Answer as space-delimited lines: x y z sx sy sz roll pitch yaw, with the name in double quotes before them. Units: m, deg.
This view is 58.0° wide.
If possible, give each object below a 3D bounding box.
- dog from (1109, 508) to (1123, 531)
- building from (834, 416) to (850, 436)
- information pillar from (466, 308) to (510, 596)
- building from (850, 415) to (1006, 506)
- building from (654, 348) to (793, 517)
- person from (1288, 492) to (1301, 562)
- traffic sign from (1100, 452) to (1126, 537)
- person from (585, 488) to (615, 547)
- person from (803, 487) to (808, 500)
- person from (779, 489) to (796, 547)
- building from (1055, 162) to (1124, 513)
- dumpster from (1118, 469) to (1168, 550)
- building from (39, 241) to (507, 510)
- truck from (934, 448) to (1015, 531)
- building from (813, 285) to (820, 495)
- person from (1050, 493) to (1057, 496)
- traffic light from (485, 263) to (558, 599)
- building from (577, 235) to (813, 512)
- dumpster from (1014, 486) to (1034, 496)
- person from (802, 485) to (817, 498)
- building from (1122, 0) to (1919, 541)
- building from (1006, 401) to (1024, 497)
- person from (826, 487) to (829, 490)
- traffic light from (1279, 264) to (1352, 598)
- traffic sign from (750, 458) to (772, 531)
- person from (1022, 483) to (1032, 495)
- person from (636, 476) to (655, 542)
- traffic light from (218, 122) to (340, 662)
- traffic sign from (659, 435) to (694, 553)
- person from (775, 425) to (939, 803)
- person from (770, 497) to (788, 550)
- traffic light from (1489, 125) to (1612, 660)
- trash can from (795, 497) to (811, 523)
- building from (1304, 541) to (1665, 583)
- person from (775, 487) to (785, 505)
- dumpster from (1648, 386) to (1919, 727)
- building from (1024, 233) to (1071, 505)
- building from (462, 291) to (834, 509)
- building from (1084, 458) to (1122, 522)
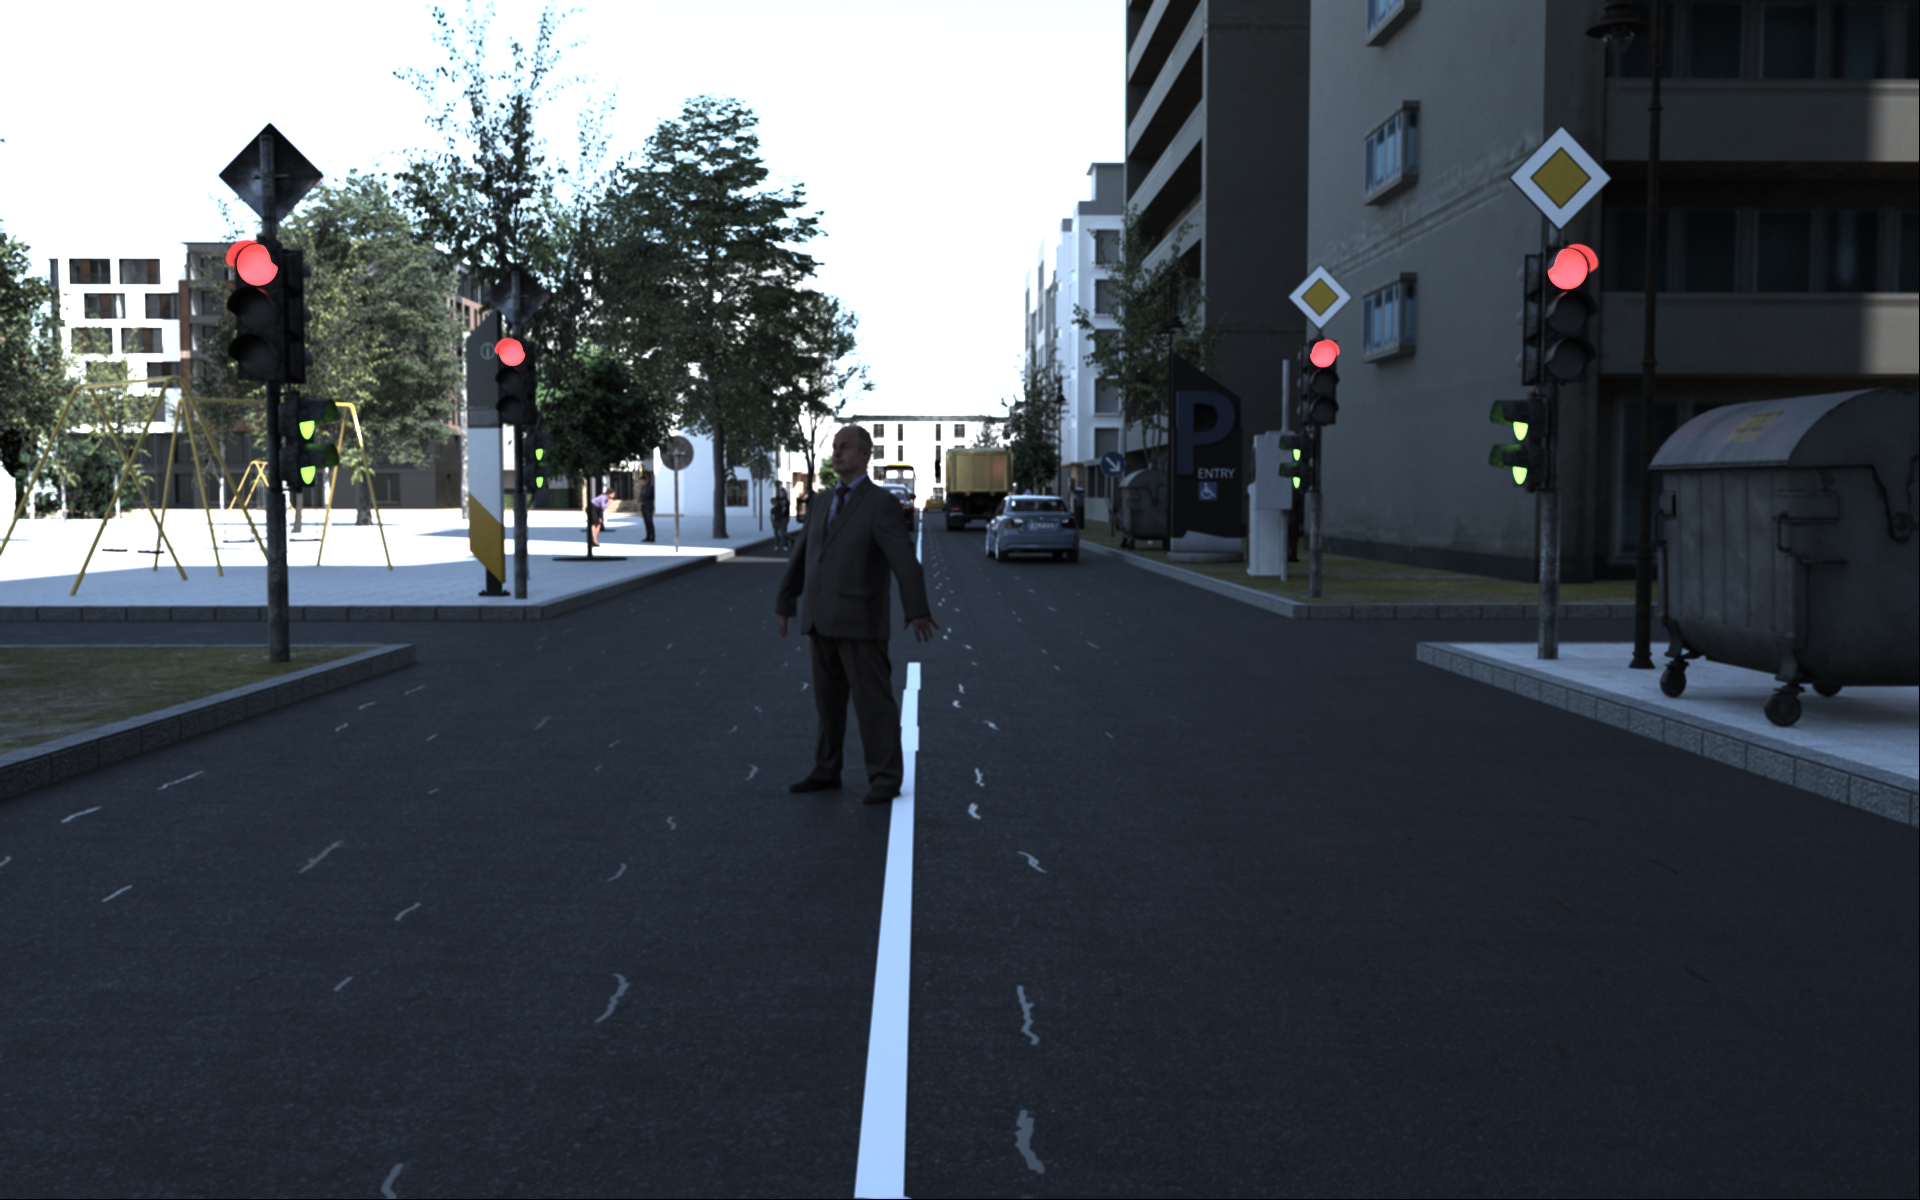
"dog" 5.507 -2.770 59.675 0.800 0.831 0.513 0 4 1
"building" -25.700 -15.019 187.700 28.070 9.664 9.099 0 4 -1
"information pillar" -5.950 -1.860 21.761 0.504 3.616 0.183 1 4 19
"building" 2.578 -15.028 187.850 28.070 9.664 9.099 0 4 -1
"building" -15.165 -10.314 110.783 9.099 9.664 28.070 0 4 -1
"person" 6.194 -1.493 32.725 0.482 1.546 0.388 1 4 17
"traffic sign" 4.592 -3.176 52.031 0.768 2.556 0.104 0 4 7
"person" -8.668 -1.985 41.729 0.697 1.427 0.421 0 4 -7
"person" -9.964 -6.457 112.317 0.721 1.736 1.217 1 4 11
"person" -4.656 -2.182 46.380 0.471 1.553 0.569 2 4 25
"building" 13.926 -15.185 104.690 16.016 20.091 11.380 0 4 -1
"dumpster" 4.391 -2.101 40.113 1.264 1.857 1.865 0 4 -1
"building" -59.899 -18.982 154.330 32.646 21.610 27.936 0 4 -1
"truck" 0.689 -4.592 71.002 3.469 3.379 9.791 0 4 -1
"building" -19.510 -17.458 141.861 16.016 20.091 11.380 0 4 -1
"person" 4.193 -4.109 77.128 0.435 1.345 0.340 2 4 28
"traffic light" -5.371 -1.970 21.135 0.839 4.253 0.868 0 4 -1
"building" -19.720 -16.763 130.494 16.016 20.091 11.380 0 4 -1
"dumpster" 3.504 -5.275 91.999 1.264 1.857 1.865 0 4 -1
"person" -8.565 -5.731 99.749 1.348 1.823 0.705 -1 4 -13
"building" 17.670 -26.738 60.868 21.300 48.544 21.600 0 4 -1
"building" 9.619 -13.100 156.340 9.099 9.664 28.070 0 4 -1
"person" -8.272 -6.272 109.301 0.721 1.736 1.217 -1 4 -22
"traffic light" 4.387 -1.984 21.363 0.839 4.253 0.868 0 4 -1
"traffic sign" -6.911 -3.665 60.027 0.768 2.556 0.104 0 4 0
"person" 2.262 -3.272 61.867 0.599 1.838 0.709 -1 4 -19
"person" -8.432 -2.438 46.359 0.683 1.767 0.568 3 5 41
"traffic light" -5.197 -1.482 13.151 0.839 4.253 0.868 0 4 -1
"traffic sign" -6.145 -2.288 37.513 0.768 2.556 0.104 0 4 6
"person" -0.528 0.053 8.186 0.990 1.755 0.434 3 5 42
"person" -4.597 -1.934 44.025 0.435 1.345 0.340 -1 4 -10
"traffic light" 4.562 -1.496 13.380 0.839 4.253 0.868 0 4 -1
"trash can" -6.977 -3.998 77.026 0.748 1.137 0.748 0 3 0
"building" 18.499 -25.108 34.215 21.600 48.544 21.300 0 4 -1
"person" -6.872 -3.550 66.360 0.388 1.546 0.482 1 4 13
"dumpster" 5.030 -0.272 10.200 1.264 1.857 1.865 0 4 -1
"building" 13.956 -15.894 126.328 16.747 18.905 31.486 0 4 -1
"building" -27.782 -17.944 159.835 31.486 18.905 16.747 0 4 -1
"building" 22.709 -24.016 84.547 32.217 40.220 23.993 0 4 -1
